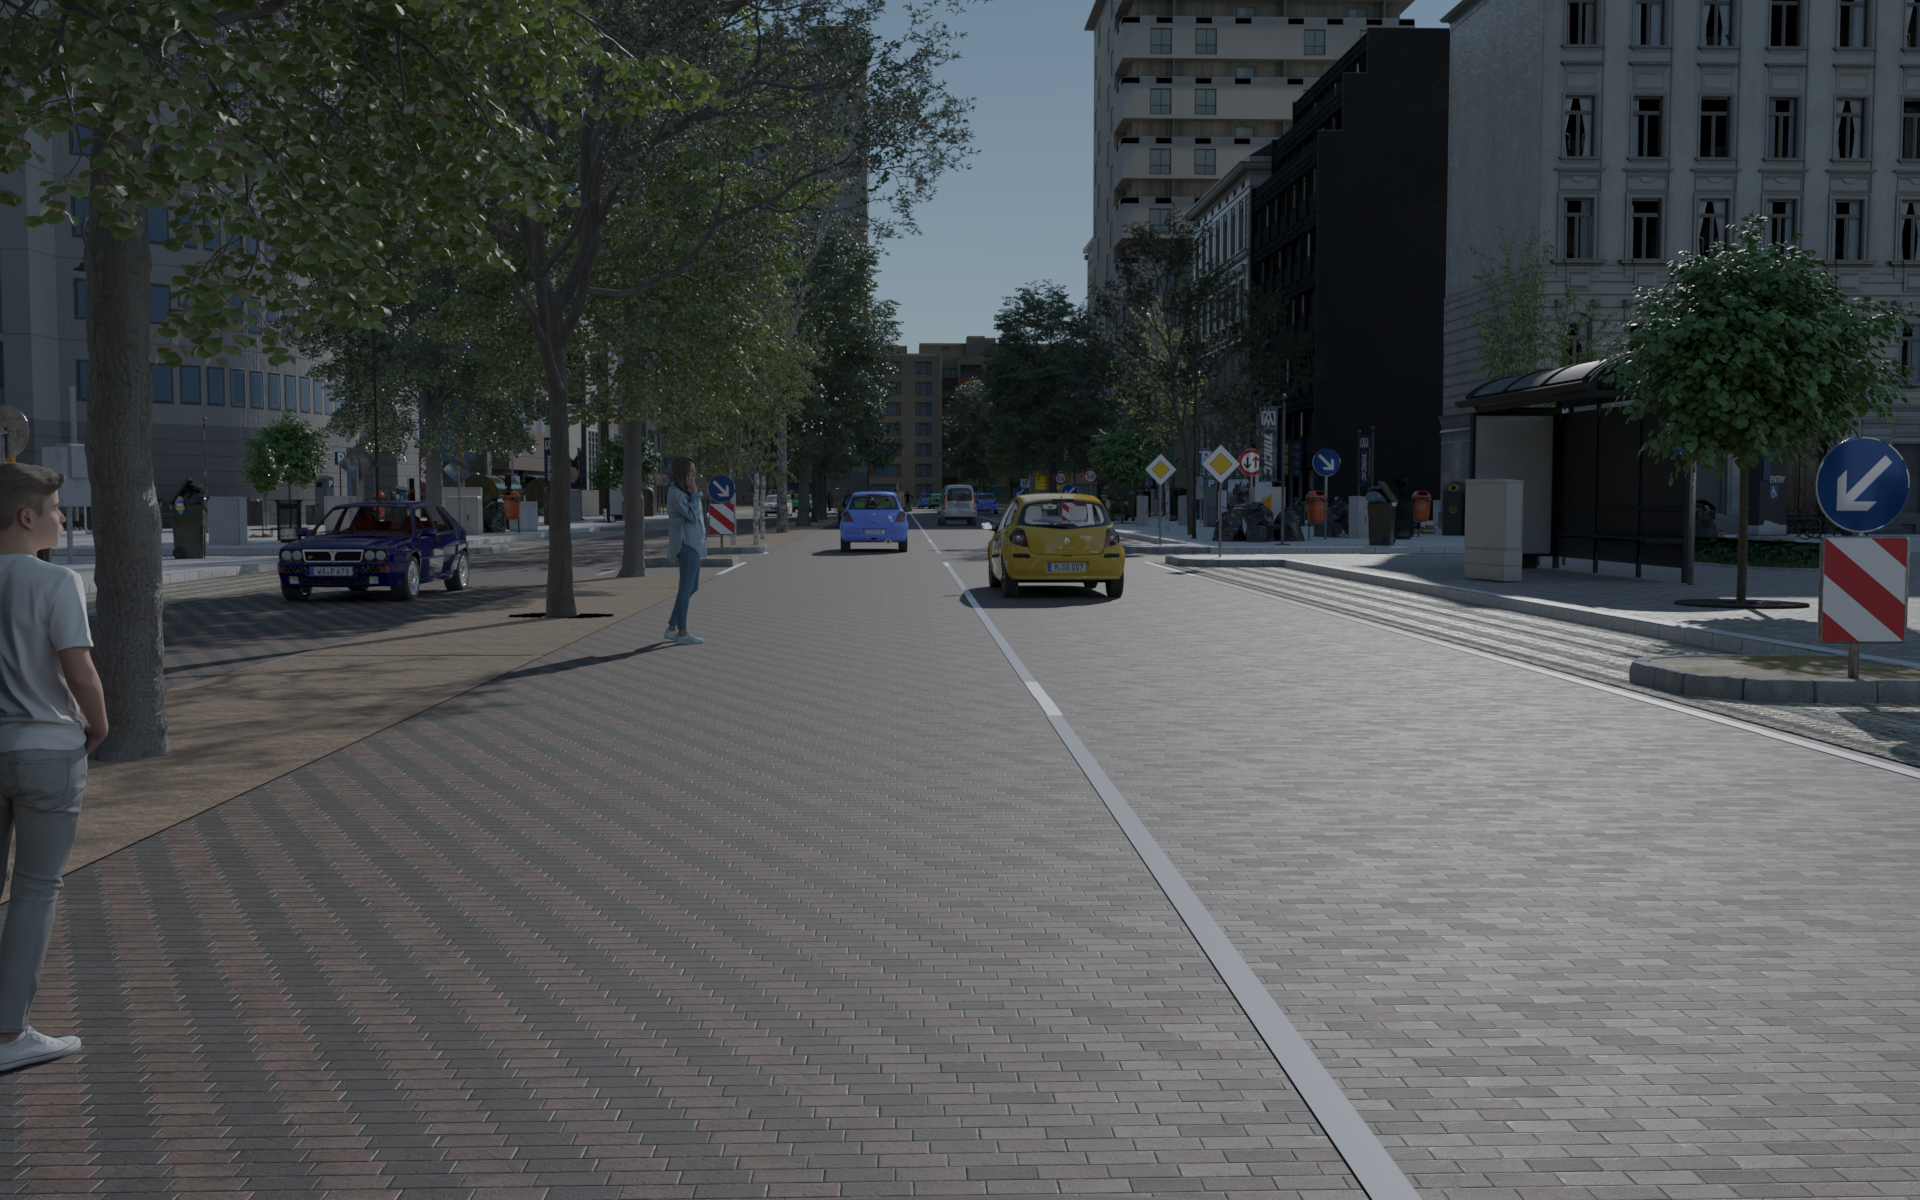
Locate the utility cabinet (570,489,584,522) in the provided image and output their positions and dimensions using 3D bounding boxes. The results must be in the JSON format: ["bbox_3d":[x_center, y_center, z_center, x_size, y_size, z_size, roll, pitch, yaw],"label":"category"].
[{"bbox_3d":[-17.801,-4.324,79.383,0.318,1.500,1.173,1,4,19],"label":"utility cabinet"}]

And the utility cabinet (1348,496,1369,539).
[{"bbox_3d":[11.553,-2.384,50.139,0.306,1.237,1.020,2,4,31],"label":"utility cabinet"}]

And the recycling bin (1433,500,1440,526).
[{"bbox_3d":[19.621,-3.515,70.022,0.722,1.027,0.722,-1,4,-16],"label":"recycling bin"}]

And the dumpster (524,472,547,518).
[{"bbox_3d":[-18.376,-4.530,76.551,1.502,2.255,1.985,0,4,-2],"label":"dumpster"}]

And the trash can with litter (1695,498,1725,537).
[{"bbox_3d":[19.747,-2.101,45.734,1.055,1.170,0.624,-2,4,-31],"label":"trash can with litter"}]

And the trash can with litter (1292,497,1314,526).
[{"bbox_3d":[13.756,-3.518,68.900,1.055,1.170,0.624,2,4,32],"label":"trash can with litter"}]

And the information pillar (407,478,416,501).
[{"bbox_3d":[-24.497,-4.457,77.364,0.304,2.012,0.304,-2,4,-25],"label":"information pillar"}]

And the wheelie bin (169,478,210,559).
[{"bbox_3d":[-15.341,-1.627,34.516,0.693,1.594,0.980,-1,4,-17],"label":"wheelie bin"}]

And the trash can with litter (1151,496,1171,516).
[{"bbox_3d":[11.496,-5.522,101.346,1.678,1.210,2.233,1,4,20],"label":"trash can with litter"}]

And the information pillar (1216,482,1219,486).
[{"bbox_3d":[15.070,-5.951,101.791,0.304,2.012,0.304,3,5,41],"label":"information pillar"}]

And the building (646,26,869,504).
[{"bbox_3d":[-25.696,-41.575,221.750,28.212,58.520,21.231,0,4,-2],"label":"building"}]

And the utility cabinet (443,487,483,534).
[{"bbox_3d":[-15.846,-2.847,55.220,1.173,1.500,0.318,-1,4,-9],"label":"utility cabinet"}]

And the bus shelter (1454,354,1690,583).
[{"bbox_3d":[9.651,-2.041,27.288,2.014,3.302,5.546,0,4,-2],"label":"bus shelter"}]

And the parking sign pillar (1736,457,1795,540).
[{"bbox_3d":[21.494,-3.525,46.110,1.447,3.967,1.447,-2,4,-34],"label":"parking sign pillar"}]

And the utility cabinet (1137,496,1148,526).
[{"bbox_3d":[7.297,-3.551,69.220,0.306,1.237,1.020,1,4,16],"label":"utility cabinet"}]

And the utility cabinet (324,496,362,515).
[{"bbox_3d":[-20.037,-2.750,56.125,1.020,1.237,0.306,-2,4,-31],"label":"utility cabinet"}]

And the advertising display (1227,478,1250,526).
[{"bbox_3d":[11.350,-3.999,70.595,0.974,1.923,0.123,2,4,30],"label":"advertising display"}]

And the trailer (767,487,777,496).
[{"bbox_3d":[-16.158,-8.712,149.485,1.471,1.999,3.904,0,4,-4],"label":"trailer"}]

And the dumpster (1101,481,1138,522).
[{"bbox_3d":[7.513,-4.829,81.449,1.502,2.255,1.985,0,4,-2],"label":"dumpster"}]

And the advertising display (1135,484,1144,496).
[{"bbox_3d":[11.228,-6.304,108.291,0.123,1.923,0.974,3,4,38],"label":"advertising display"}]

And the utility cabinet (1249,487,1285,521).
[{"bbox_3d":[9.505,-2.752,53.679,1.173,1.500,0.318,-2,4,-27],"label":"utility cabinet"}]

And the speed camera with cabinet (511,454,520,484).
[{"bbox_3d":[-22.676,-5.541,84.934,2.038,3.252,0.660,0,4,3],"label":"speed camera with cabinet"}]

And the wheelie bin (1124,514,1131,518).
[{"bbox_3d":[8.684,-5.149,92.095,0.693,1.594,0.980,-2,4,-32],"label":"wheelie bin"}]

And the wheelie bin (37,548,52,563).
[{"bbox_3d":[-15.153,-1.239,28.173,0.693,1.594,0.980,2,4,33],"label":"wheelie bin"}]

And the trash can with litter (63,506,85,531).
[{"bbox_3d":[-31.262,-3.021,60.451,1.678,1.210,2.233,0,4,3],"label":"trash can with litter"}]

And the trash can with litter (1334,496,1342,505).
[{"bbox_3d":[12.870,-2.951,59.301,1.678,1.210,2.233,0,4,6],"label":"trash can with litter"}]

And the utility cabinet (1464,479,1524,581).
[{"bbox_3d":[7.885,-1.034,25.579,0.318,1.500,1.173,-1,4,-11],"label":"utility cabinet"}]

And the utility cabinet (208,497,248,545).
[{"bbox_3d":[-18.387,-1.978,43.501,1.020,1.237,0.306,1,4,22],"label":"utility cabinet"}]

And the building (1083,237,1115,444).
[{"bbox_3d":[29.401,-32.862,229.179,23.993,40.220,32.217,0,4,-2],"label":"building"}]

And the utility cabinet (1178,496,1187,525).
[{"bbox_3d":[9.292,-3.671,71.184,0.306,1.237,1.020,-1,4,-17],"label":"utility cabinet"}]

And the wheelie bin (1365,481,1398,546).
[{"bbox_3d":[10.483,-2.154,43.129,0.693,1.594,0.980,2,4,26],"label":"wheelie bin"}]

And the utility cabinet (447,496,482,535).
[{"bbox_3d":[-15.397,-2.608,53.795,1.020,1.237,0.306,1,4,10],"label":"utility cabinet"}]

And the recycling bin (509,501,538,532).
[{"bbox_3d":[-15.038,-2.881,59.656,0.722,1.027,0.722,-3,5,-44],"label":"recycling bin"}]

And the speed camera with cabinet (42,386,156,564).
[{"bbox_3d":[-16.188,-2.341,32.609,0.660,3.252,2.038,2,4,24],"label":"speed camera with cabinet"}]

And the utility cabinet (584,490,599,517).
[{"bbox_3d":[-20.845,-5.403,97.021,1.173,1.500,0.318,-2,4,-24],"label":"utility cabinet"}]

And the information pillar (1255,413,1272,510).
[{"bbox_3d":[8.750,-3.588,50.012,0.504,3.616,0.183,0,4,7],"label":"information pillar"}]

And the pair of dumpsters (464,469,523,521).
[{"bbox_3d":[-17.507,-3.798,64.593,1.574,2.255,4.437,0,4,-2],"label":"pair of dumpsters"}]

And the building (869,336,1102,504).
[{"bbox_3d":[2.729,-23.360,226.972,28.899,21.520,27.650,0,4,-2],"label":"building"}]

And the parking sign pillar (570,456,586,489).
[{"bbox_3d":[-25.805,-7.795,115.919,1.447,3.967,1.447,3,5,39],"label":"parking sign pillar"}]

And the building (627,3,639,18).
[{"bbox_3d":[-50.082,-47.826,220.211,20.611,71.187,20.563,0,4,-2],"label":"building"}]

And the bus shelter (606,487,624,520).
[{"bbox_3d":[-16.938,-5.795,88.672,2.014,3.302,5.546,0,4,-2],"label":"bus shelter"}]

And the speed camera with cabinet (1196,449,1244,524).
[{"bbox_3d":[11.274,-4.937,75.059,2.038,3.252,0.660,2,4,35],"label":"speed camera with cabinet"}]

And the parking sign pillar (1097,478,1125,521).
[{"bbox_3d":[7.317,-5.844,84.019,1.447,3.967,1.447,1,4,13],"label":"parking sign pillar"}]

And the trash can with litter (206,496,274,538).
[{"bbox_3d":[-21.191,-2.452,51.146,2.233,1.210,1.678,0,4,0],"label":"trash can with litter"}]

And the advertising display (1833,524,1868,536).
[{"bbox_3d":[23.567,-2.482,45.787,0.974,1.923,0.123,0,4,1],"label":"advertising display"}]

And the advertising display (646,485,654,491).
[{"bbox_3d":[-19.688,-6.385,109.608,0.974,1.923,0.123,-2,4,-30],"label":"advertising display"}]
